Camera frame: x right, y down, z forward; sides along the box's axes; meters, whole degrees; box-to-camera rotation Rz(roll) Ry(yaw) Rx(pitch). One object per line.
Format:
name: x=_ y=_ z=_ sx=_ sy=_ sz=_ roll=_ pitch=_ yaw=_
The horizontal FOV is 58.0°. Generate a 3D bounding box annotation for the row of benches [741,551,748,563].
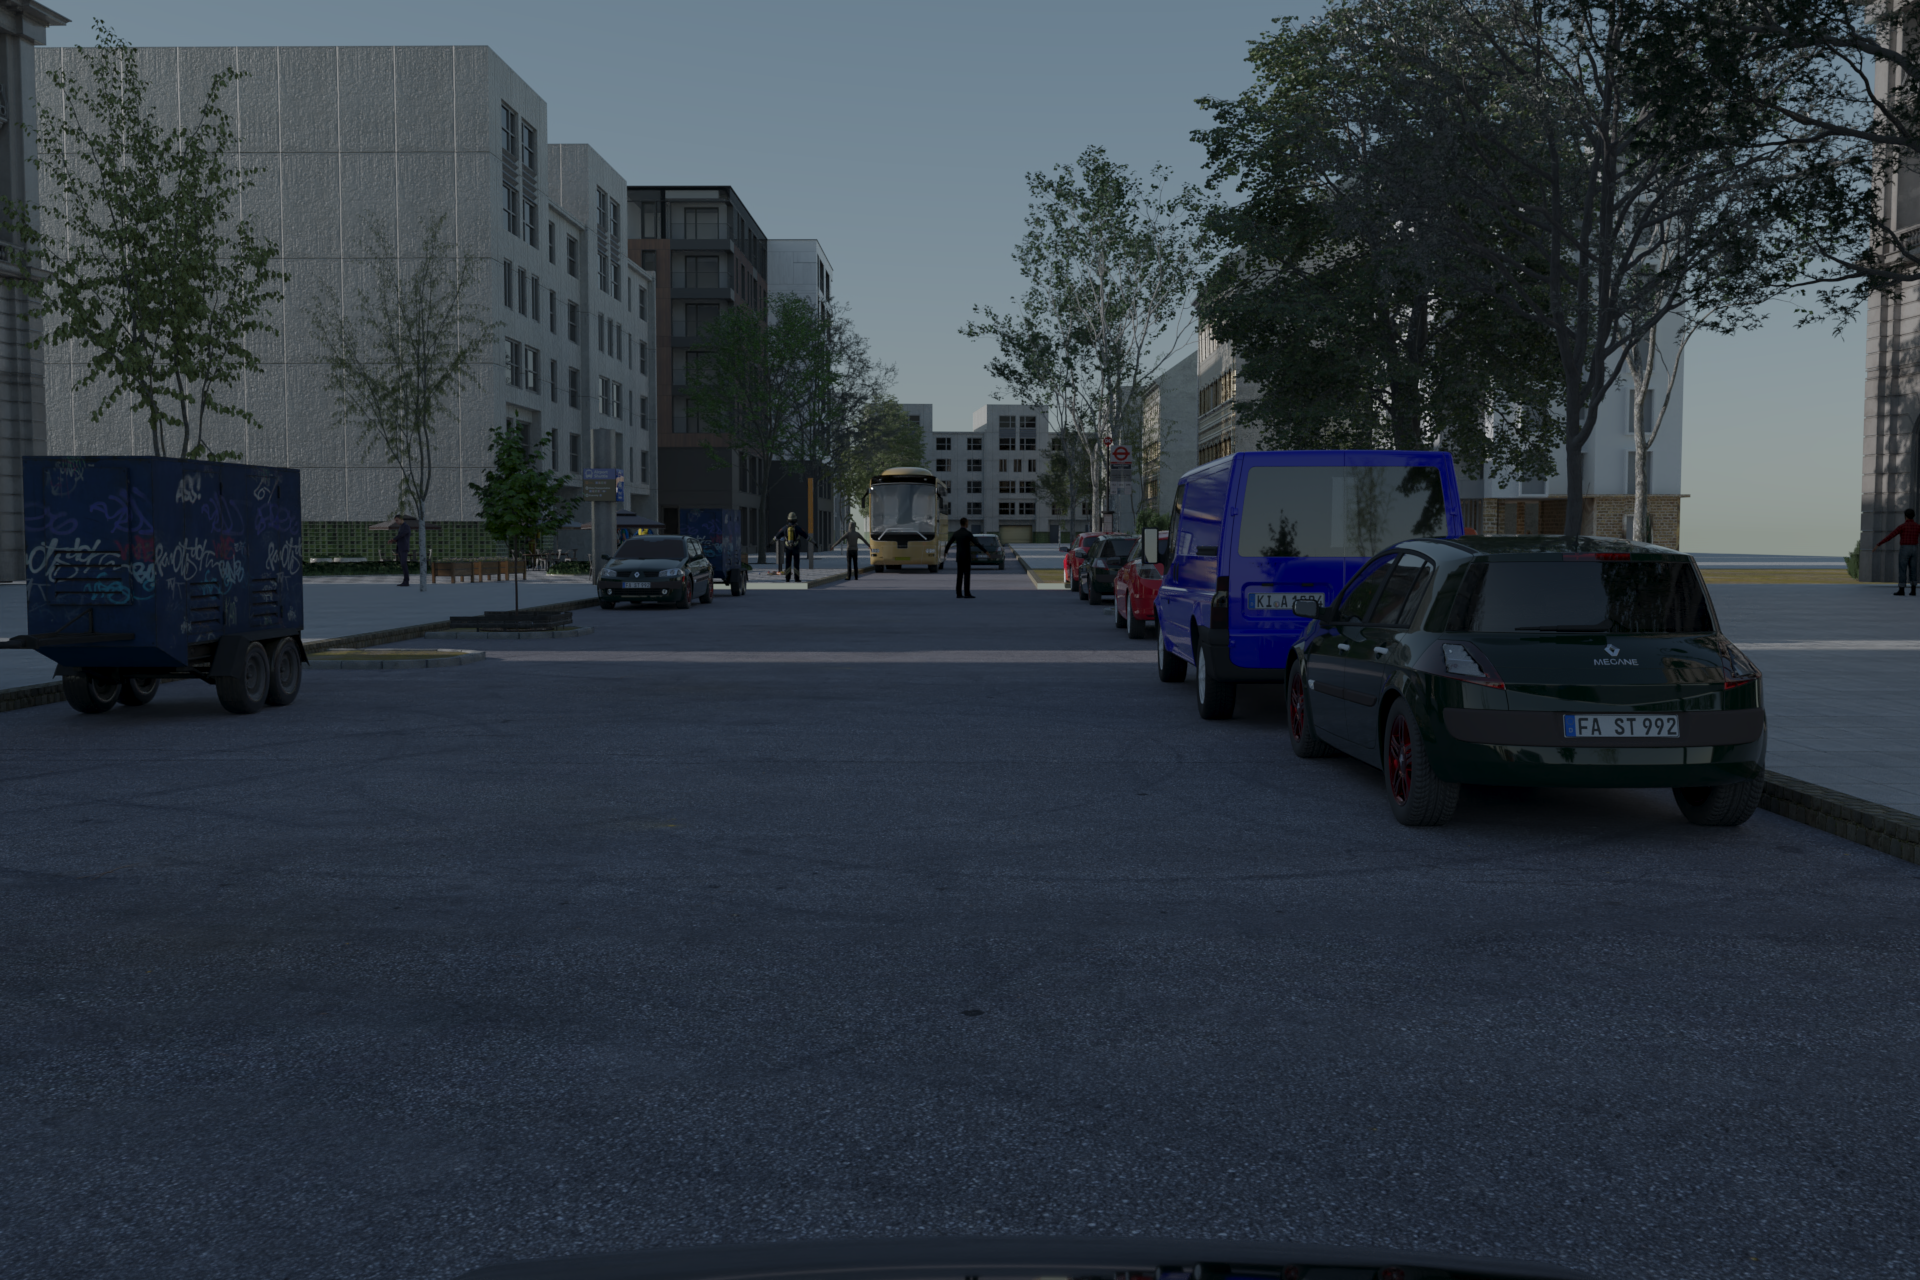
row of benches: x=-9.769 y=-2.994 z=64.408 sx=4.104 sy=0.672 sz=1.422 roll=0 pitch=4 yaw=-7

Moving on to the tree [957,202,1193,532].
tree: x=6.705 y=-14.923 z=99.883 sx=12.611 sy=20.169 sz=13.585 roll=0 pitch=3 yaw=0

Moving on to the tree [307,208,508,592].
tree: x=-11.772 y=-5.392 z=38.525 sx=4.360 sy=8.622 sz=3.978 roll=0 pitch=3 yaw=0

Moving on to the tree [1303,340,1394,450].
tree: x=15.109 y=-6.951 z=64.007 sx=4.360 sy=8.622 sz=3.978 roll=0 pitch=3 yaw=0

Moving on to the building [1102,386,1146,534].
building: x=27.063 y=-21.317 z=214.985 sx=16.747 sy=18.905 sz=31.486 roll=0 pitch=4 yaw=1

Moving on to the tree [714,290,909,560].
tree: x=-7.507 y=-10.816 z=87.218 sx=12.009 sy=13.543 sz=11.850 roll=0 pitch=3 yaw=0

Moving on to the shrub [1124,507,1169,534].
shrub: x=5.343 y=-2.760 z=49.168 sx=1.661 sy=2.075 sz=1.752 roll=0 pitch=3 yaw=0

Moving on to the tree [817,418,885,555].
tree: x=-6.860 y=-9.394 z=103.960 sx=4.737 sy=8.622 sz=4.395 roll=0 pitch=3 yaw=0

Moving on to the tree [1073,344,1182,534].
tree: x=6.921 y=-7.110 z=66.611 sx=4.360 sy=8.622 sz=3.978 roll=0 pitch=3 yaw=0

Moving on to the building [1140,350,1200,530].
building: x=28.959 y=-21.283 z=178.907 sx=19.493 sy=23.208 sz=18.063 roll=0 pitch=4 yaw=1

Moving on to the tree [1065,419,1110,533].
tree: x=8.273 y=-9.857 z=111.526 sx=4.360 sy=8.622 sz=3.978 roll=0 pitch=3 yaw=0

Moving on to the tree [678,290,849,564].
tree: x=-8.286 y=-9.028 z=73.361 sx=9.928 sy=11.665 sz=9.643 roll=0 pitch=3 yaw=0

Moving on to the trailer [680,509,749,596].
trailer: x=-5.768 y=-1.984 z=39.494 sx=1.471 sy=1.999 sz=3.904 roll=0 pitch=4 yaw=2

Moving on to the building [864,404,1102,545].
building: x=2.738 y=-22.825 z=242.111 sx=31.486 sy=18.905 sz=16.747 roll=0 pitch=4 yaw=-6

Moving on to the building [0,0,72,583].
building: x=-29.638 y=-11.738 z=32.570 sx=13.314 sy=22.015 sz=24.055 roll=0 pitch=4 yaw=2

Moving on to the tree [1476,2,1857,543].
tree: x=20.884 y=-12.100 z=53.728 sx=12.611 sy=20.169 sz=13.585 roll=0 pitch=3 yaw=0

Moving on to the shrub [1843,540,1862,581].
shrub: x=24.773 y=-2.223 z=47.459 sx=1.383 sy=1.207 sz=1.383 roll=0 pitch=3 yaw=0

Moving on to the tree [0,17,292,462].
tree: x=-11.630 y=-4.576 z=25.186 sx=4.737 sy=8.622 sz=4.395 roll=0 pitch=3 yaw=0

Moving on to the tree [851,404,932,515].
tree: x=-6.028 y=-14.201 z=150.308 sx=7.486 sy=12.596 sz=7.792 roll=0 pitch=3 yaw=0

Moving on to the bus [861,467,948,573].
bus: x=-1.908 y=-4.640 z=67.406 sx=2.896 sy=3.916 sz=12.252 roll=0 pitch=4 yaw=1

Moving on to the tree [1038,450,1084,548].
tree: x=8.943 y=-12.277 z=151.093 sx=4.737 sy=8.622 sz=4.395 roll=0 pitch=3 yaw=0

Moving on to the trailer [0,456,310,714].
trailer: x=-6.330 y=-0.387 z=13.382 sx=1.471 sy=1.999 sz=3.904 roll=0 pitch=4 yaw=1

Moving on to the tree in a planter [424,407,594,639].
tree in a planter: x=-6.309 y=-1.671 z=24.547 sx=1.991 sy=3.239 sz=1.994 roll=0 pitch=4 yaw=2

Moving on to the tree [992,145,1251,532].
tree: x=7.930 y=-13.877 z=82.778 sx=12.611 sy=20.169 sz=13.585 roll=0 pitch=3 yaw=0

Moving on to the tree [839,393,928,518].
tree: x=-6.419 y=-13.571 z=140.019 sx=7.486 sy=12.596 sz=7.792 roll=0 pitch=3 yaw=0

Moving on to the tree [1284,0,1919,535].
tree: x=9.256 y=-7.046 z=25.568 sx=12.009 sy=13.543 sz=11.850 roll=0 pitch=3 yaw=0

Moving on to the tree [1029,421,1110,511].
tree: x=9.148 y=-12.757 z=142.992 sx=7.601 sy=10.594 sz=8.767 roll=-1 pitch=4 yaw=-18

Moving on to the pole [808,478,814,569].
pole: x=-5.442 y=-4.244 z=63.230 sx=0.158 sy=3.312 sz=0.155 roll=0 pitch=3 yaw=0

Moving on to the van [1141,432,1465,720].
van: x=2.824 y=-0.649 z=14.995 sx=2.240 sy=2.365 sz=5.245 roll=0 pitch=4 yaw=1

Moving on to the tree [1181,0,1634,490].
tree: x=9.676 y=-8.008 z=37.581 sx=9.857 sy=13.997 sz=8.962 roll=0 pitch=3 yaw=0

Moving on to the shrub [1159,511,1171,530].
shrub: x=6.999 y=-3.355 z=58.903 sx=1.661 sy=2.075 sz=1.752 roll=0 pitch=3 yaw=0

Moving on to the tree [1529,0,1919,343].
tree: x=9.200 y=-4.909 z=14.673 sx=8.767 sy=10.594 sz=7.601 roll=1 pitch=4 yaw=20

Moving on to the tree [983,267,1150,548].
tree: x=6.879 y=-16.480 z=125.329 sx=12.611 sy=20.169 sz=13.585 roll=0 pitch=3 yaw=0

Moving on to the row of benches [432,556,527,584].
row of benches: x=-12.973 y=-1.912 z=46.721 sx=1.422 sy=0.672 sz=4.104 roll=1 pitch=4 yaw=14
